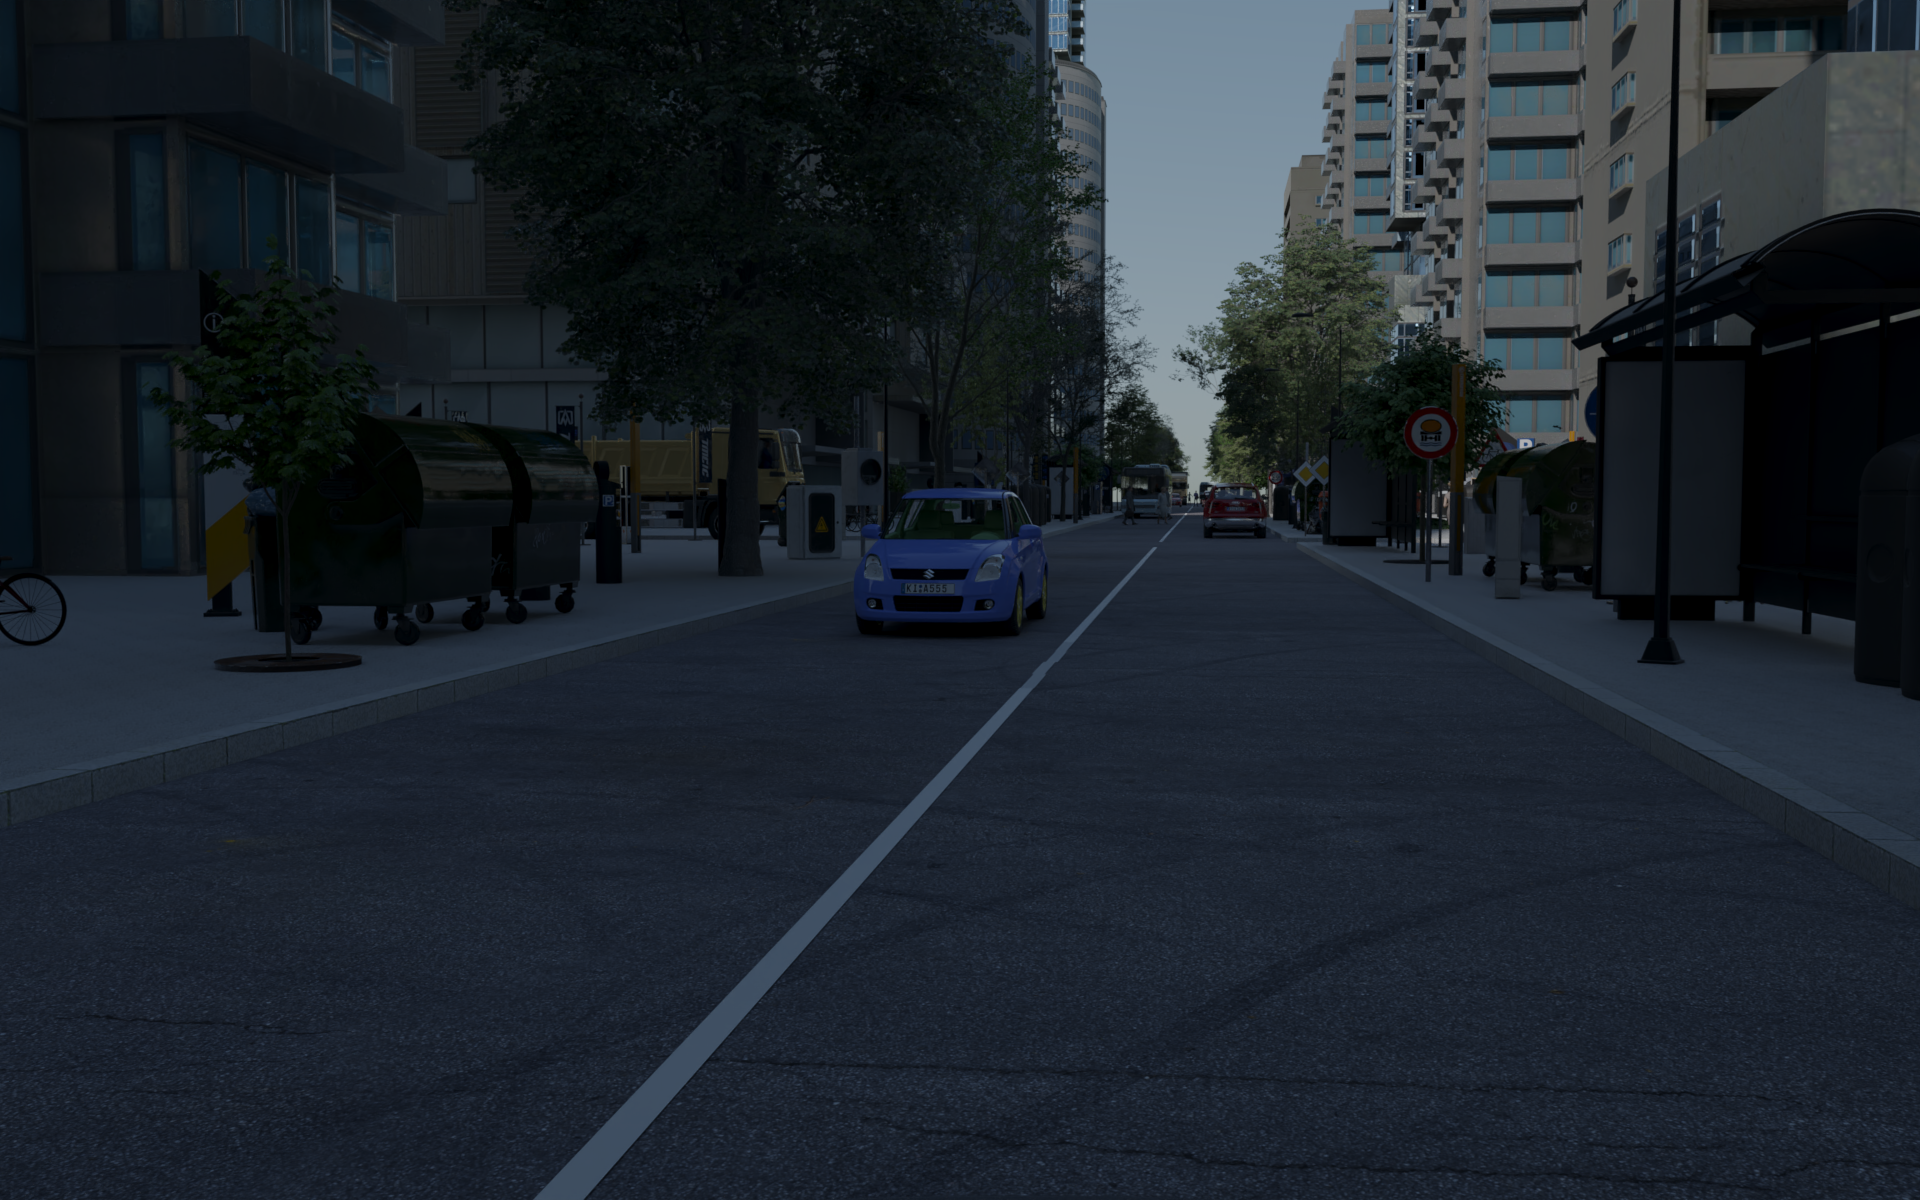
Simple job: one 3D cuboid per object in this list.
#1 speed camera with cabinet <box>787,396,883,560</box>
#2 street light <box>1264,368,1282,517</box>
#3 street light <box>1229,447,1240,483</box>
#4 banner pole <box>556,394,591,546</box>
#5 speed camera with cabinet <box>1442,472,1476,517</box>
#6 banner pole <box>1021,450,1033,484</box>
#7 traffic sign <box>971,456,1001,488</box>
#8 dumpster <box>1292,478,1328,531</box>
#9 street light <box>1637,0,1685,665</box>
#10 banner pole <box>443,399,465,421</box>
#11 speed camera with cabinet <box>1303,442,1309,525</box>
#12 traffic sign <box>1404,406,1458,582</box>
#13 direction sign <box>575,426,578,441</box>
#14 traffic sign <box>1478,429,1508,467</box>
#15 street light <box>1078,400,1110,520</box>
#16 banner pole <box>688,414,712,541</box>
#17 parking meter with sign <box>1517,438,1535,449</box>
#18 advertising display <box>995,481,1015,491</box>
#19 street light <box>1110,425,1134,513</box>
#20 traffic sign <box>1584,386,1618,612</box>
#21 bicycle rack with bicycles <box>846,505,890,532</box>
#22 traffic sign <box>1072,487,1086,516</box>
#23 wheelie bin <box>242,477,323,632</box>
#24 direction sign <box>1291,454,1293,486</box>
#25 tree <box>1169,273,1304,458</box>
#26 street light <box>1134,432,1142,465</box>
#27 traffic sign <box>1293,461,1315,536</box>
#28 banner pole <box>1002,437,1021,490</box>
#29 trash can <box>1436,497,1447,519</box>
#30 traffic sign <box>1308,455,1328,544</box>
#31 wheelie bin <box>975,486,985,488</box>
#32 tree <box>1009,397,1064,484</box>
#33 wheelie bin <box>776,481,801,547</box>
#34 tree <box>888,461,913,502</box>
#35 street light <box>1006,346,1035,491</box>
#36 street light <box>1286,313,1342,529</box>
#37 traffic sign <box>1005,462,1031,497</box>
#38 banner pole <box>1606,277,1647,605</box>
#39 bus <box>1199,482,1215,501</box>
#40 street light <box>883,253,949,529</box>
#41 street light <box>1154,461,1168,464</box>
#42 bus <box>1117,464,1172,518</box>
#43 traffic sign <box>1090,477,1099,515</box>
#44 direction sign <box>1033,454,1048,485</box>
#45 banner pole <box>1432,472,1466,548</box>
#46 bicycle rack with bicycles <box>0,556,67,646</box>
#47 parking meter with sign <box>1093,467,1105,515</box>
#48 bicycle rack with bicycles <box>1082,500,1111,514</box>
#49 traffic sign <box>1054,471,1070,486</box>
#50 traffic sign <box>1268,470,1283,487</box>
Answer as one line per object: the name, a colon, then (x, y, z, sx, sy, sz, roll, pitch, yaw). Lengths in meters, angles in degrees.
speed camera with cabinet: (-2.476, -2.456, 34.493, 2.038, 3.252, 0.660, -3, 5, -42)
street light: (11.925, -5.596, 64.037, 1.470, 5.913, 1.316, 0, 4, 8)
street light: (22.679, -10.240, 139.969, 1.470, 5.913, 1.316, 0, 4, 8)
banner pole: (-9.660, -3.253, 43.197, 0.863, 3.779, 0.401, 0, 4, -3)
speed camera with cabinet: (27.397, -6.168, 95.185, 2.038, 3.252, 0.660, 2, 4, 25)
banner pole: (3.809, -6.586, 97.699, 0.863, 3.779, 0.401, -2, 4, -30)
traffic sign: (0.682, -2.572, 45.702, 0.795, 2.450, 0.064, 0, 4, 8)
dumpster: (12.356, -3.535, 60.295, 1.502, 2.255, 1.985, 1, 4, 8)
street light: (4.799, -2.479, 13.081, 1.470, 5.913, 1.316, 0, 4, 8)
banner pole: (-13.345, -3.409, 45.762, 0.401, 3.779, 0.863, 3, 5, 44)
speed camera with cabinet: (13.732, -4.365, 65.697, 0.660, 3.252, 2.038, -2, 4, -27)
traffic sign: (6.843, -1.537, 25.238, 0.768, 2.556, 0.104, 1, 4, 11)
direction sign: (-12.996, -4.010, 57.557, 0.379, 3.537, 0.876, 2, 4, 31)
traffic sign: (10.642, -2.114, 34.573, 0.884, 2.594, 0.081, 1, 4, 13)
street light: (6.457, -6.888, 85.162, 1.470, 5.913, 1.316, 0, 4, 8)
banner pole: (-7.101, -3.514, 47.479, 0.863, 3.779, 0.401, 2, 4, 32)
parking meter with sign: (18.198, -3.578, 54.753, 0.543, 3.016, 1.738, 3, 5, 40)
advertising display: (2.236, -4.964, 86.375, 0.974, 1.923, 0.123, 0, 4, -7)
street light: (10.713, -8.779, 116.075, 1.470, 5.913, 1.316, 0, 4, 8)
traffic sign: (7.151, -1.142, 18.776, 0.768, 2.556, 0.104, 1, 4, 16)
bicycle rack with bicycles: (-3.539, -2.771, 58.685, 2.925, 0.926, 2.852, 1, 4, 22)
traffic sign: (6.141, -6.453, 99.379, 2.265, 3.308, 0.079, 1, 4, 15)
wheelie bin: (-6.371, -0.513, 16.293, 0.693, 1.594, 0.980, -2, 4, -29)
direction sign: (17.524, -6.084, 91.464, 0.379, 3.537, 0.876, 1, 4, 13)
tree: (24.150, -18.020, 150.511, 12.611, 20.169, 13.585, 0, 3, 0)
street light: (12.613, -9.583, 129.218, 1.470, 5.913, 1.316, 0, 4, 8)
traffic sign: (10.453, -2.980, 52.373, 0.795, 2.450, 0.064, 0, 4, 8)
banner pole: (2.107, -5.225, 75.438, 0.401, 3.779, 0.863, 3, 4, 38)
trash can: (25.292, -4.834, 90.693, 0.748, 1.137, 0.748, 0, 3, 0)
traffic sign: (9.338, -2.497, 44.465, 0.795, 2.450, 0.064, 0, 4, 8)
wheelie bin: (0.924, -3.647, 67.530, 0.980, 1.594, 0.693, 1, 4, 8)
tree: (5.281, -10.548, 122.819, 4.360, 8.622, 3.978, 0, 3, 0)
wheelie bin: (-4.055, -2.112, 42.438, 0.693, 1.594, 0.980, 1, 4, 22)
tree: (-3.152, -5.936, 91.649, 1.663, 3.219, 1.824, 0, 3, 0)
street light: (2.018, -4.979, 53.944, 1.470, 5.913, 1.316, 0, 4, 8)
street light: (9.182, -4.397, 44.438, 1.470, 5.913, 1.316, 0, 4, 8)
traffic sign: (1.797, -3.056, 53.609, 0.795, 2.450, 0.064, 0, 4, 8)
banner pole: (7.710, -1.823, 19.818, 0.401, 3.779, 0.863, 0, 4, 6)
bus: (38.446, -16.709, 268.058, 2.948, 3.499, 13.247, 1, 4, 9)
street light: (-0.907, -3.734, 33.587, 1.470, 5.913, 1.316, 0, 4, 8)
street light: (24.346, -14.651, 212.090, 1.470, 5.913, 1.316, 0, 4, 8)
bus: (11.346, -6.721, 104.751, 2.948, 3.499, 13.247, 1, 4, 9)
traffic sign: (8.047, -6.445, 105.481, 0.768, 2.556, 0.104, 1, 4, 17)
direction sign: (4.559, -6.513, 98.489, 0.876, 3.537, 0.379, 0, 4, 7)
banner pole: (11.777, -3.154, 41.586, 0.863, 3.779, 0.401, 0, 4, -6)
bicycle rack with bicycles: (-9.080, -0.016, 13.638, 2.925, 0.926, 2.852, 0, 4, 4)
parking meter with sign: (8.678, -6.899, 109.058, 0.543, 3.016, 1.738, 1, 4, 15)
bicycle rack with bicycles: (8.603, -6.188, 114.549, 2.925, 0.926, 2.852, -1, 4, -19)
traffic sign: (5.033, -5.179, 85.860, 0.795, 2.450, 0.064, 1, 4, 10)
traffic sign: (16.873, -5.656, 92.581, 0.768, 2.556, 0.104, 1, 4, 15)
